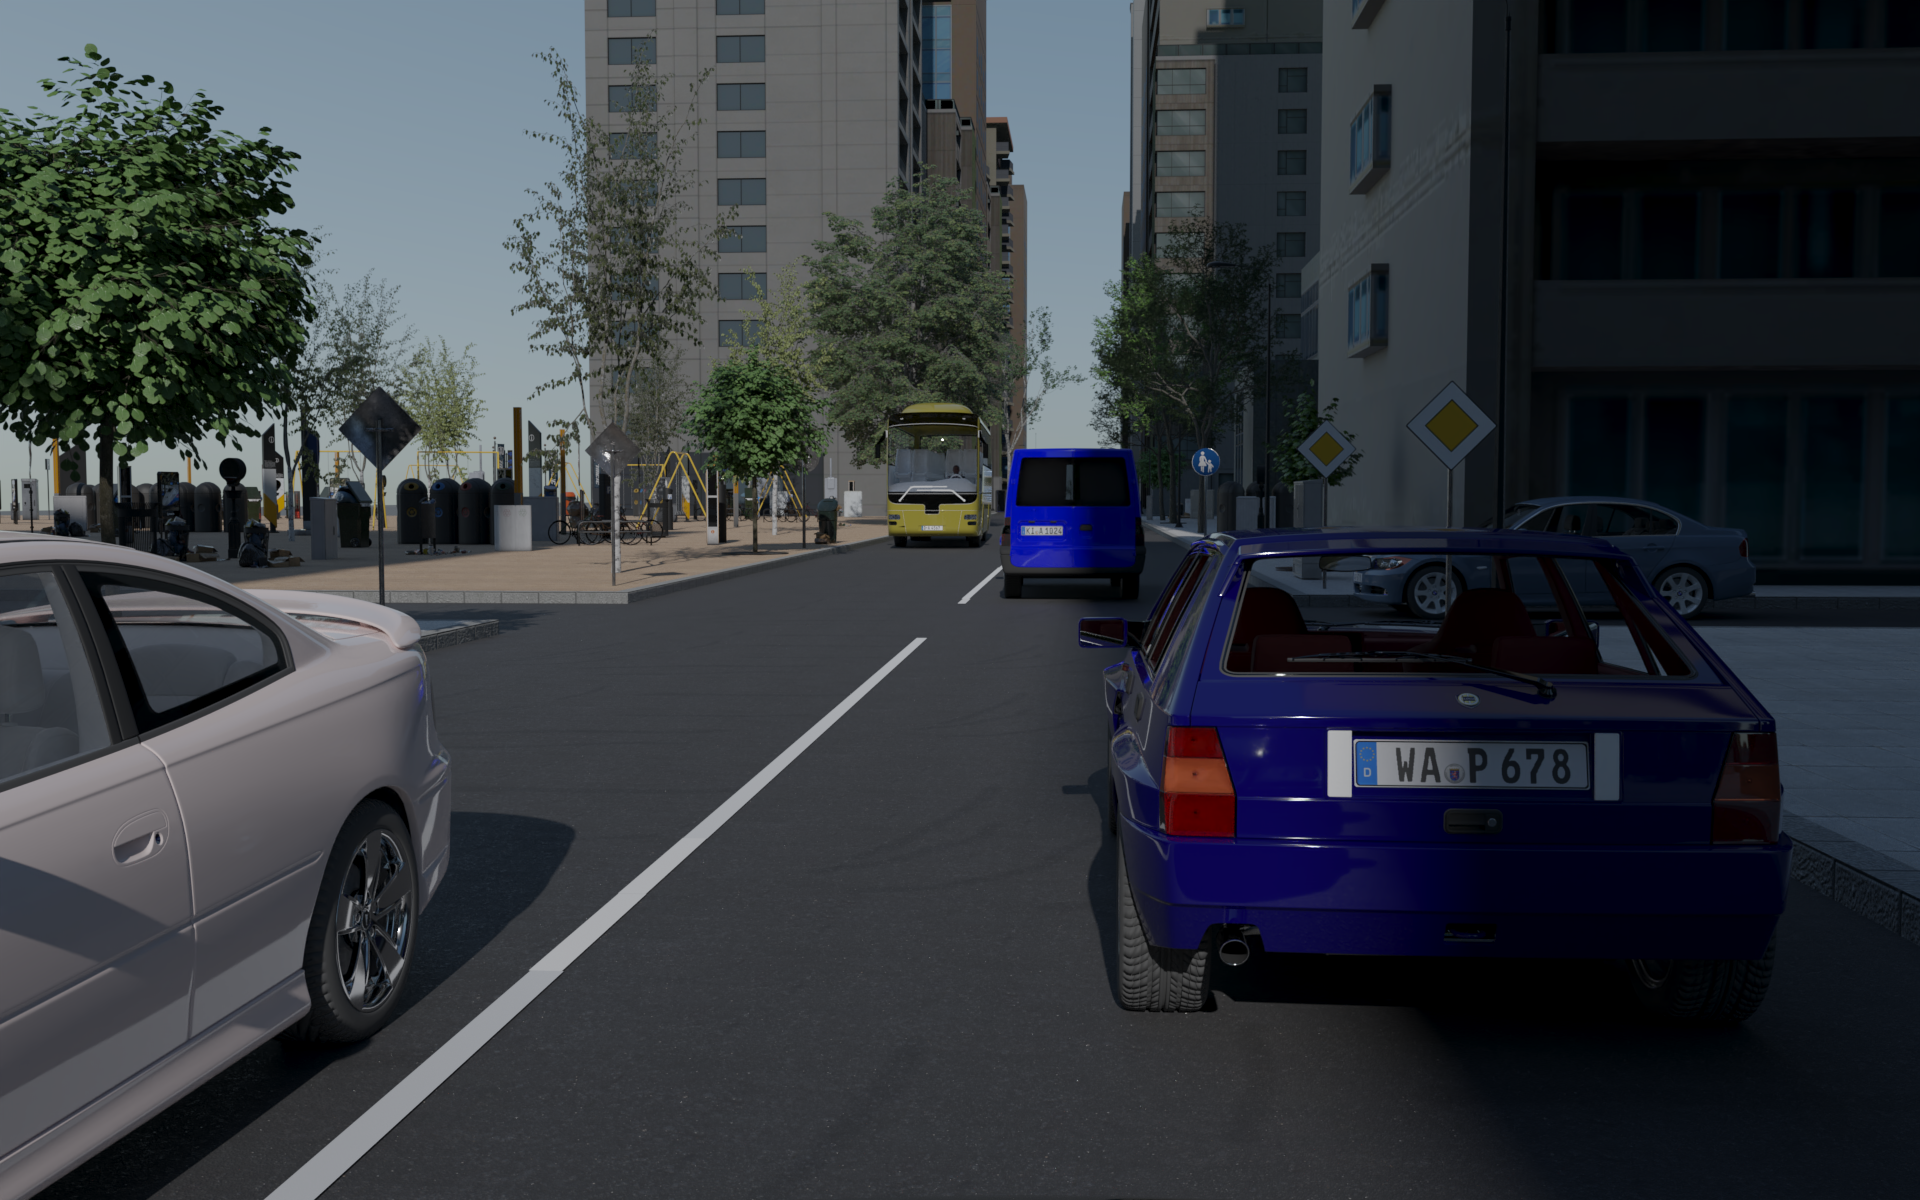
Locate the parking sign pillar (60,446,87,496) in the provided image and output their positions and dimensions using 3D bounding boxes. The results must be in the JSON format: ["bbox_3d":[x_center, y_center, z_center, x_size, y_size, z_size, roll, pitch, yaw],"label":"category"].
[{"bbox_3d":[-43.319,-5.870,84.443,1.447,3.967,1.447,3,4,38],"label":"parking sign pillar"}]

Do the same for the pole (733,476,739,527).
[{"bbox_3d":[-8.692,-4.482,67.128,0.158,3.312,0.155,0,3,0],"label":"pole"}]

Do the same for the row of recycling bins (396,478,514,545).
[{"bbox_3d":[-12.786,-2.270,44.231,3.534,1.692,1.069,1,4,16],"label":"row of recycling bins"}]

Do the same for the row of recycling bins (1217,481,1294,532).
[{"bbox_3d":[9.995,-2.965,55.592,3.534,1.692,1.069,-1,4,-13],"label":"row of recycling bins"}]

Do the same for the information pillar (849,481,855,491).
[{"bbox_3d":[-6.027,-5.634,96.609,0.304,2.012,0.304,1,4,13],"label":"information pillar"}]

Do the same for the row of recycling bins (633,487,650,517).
[{"bbox_3d":[-17.562,-5.543,97.740,1.069,1.692,3.534,-2,4,-27],"label":"row of recycling bins"}]

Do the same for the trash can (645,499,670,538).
[{"bbox_3d":[-8.833,-2.384,50.633,0.748,1.137,0.748,0,3,0],"label":"trash can"}]

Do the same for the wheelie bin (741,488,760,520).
[{"bbox_3d":[-10.525,-4.835,86.959,0.980,1.594,0.693,-1,4,-10],"label":"wheelie bin"}]

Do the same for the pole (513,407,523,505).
[{"bbox_3d":[-10.365,-2.863,40.660,0.158,3.312,0.155,0,3,0],"label":"pole"}]

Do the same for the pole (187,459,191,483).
[{"bbox_3d":[-42.584,-6.232,95.733,0.158,3.312,0.155,0,3,0],"label":"pole"}]

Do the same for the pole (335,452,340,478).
[{"bbox_3d":[-29.307,-5.365,81.566,0.158,3.312,0.155,0,3,0],"label":"pole"}]

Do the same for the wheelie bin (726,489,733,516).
[{"bbox_3d":[-13.218,-5.617,99.739,0.980,1.594,0.693,-3,5,-39],"label":"wheelie bin"}]

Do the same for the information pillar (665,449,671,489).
[{"bbox_3d":[-14.341,-5.733,85.081,0.183,3.616,0.504,1,4,12],"label":"information pillar"}]

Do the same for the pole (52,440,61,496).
[{"bbox_3d":[-31.807,-4.107,60.999,0.158,3.312,0.155,0,3,0],"label":"pole"}]

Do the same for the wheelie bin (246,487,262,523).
[{"bbox_3d":[-30.172,-4.016,73.566,0.693,1.594,0.980,3,5,42],"label":"wheelie bin"}]

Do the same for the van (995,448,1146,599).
[{"bbox_3d":[1.601,-1.284,25.381,2.240,2.365,5.245,0,4,2],"label":"van"}]

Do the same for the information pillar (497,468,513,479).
[{"bbox_3d":[-12.946,-2.742,49.321,0.304,2.012,0.304,2,4,31],"label":"information pillar"}]

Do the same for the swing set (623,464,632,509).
[{"bbox_3d":[-16.883,-5.736,91.407,3.119,2.851,2.862,1,4,8],"label":"swing set"}]

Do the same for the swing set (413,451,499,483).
[{"bbox_3d":[-18.235,-4.027,63.457,3.119,2.851,2.862,-1,4,-16],"label":"swing set"}]

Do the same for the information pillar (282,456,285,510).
[{"bbox_3d":[-35.904,-6.115,91.340,0.504,3.616,0.183,0,4,-4],"label":"information pillar"}]

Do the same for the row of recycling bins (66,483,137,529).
[{"bbox_3d":[-31.217,-3.480,64.003,1.069,1.692,3.534,2,4,30],"label":"row of recycling bins"}]

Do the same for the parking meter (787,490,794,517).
[{"bbox_3d":[-9.675,-5.524,98.732,0.372,1.533,0.369,0,3,0],"label":"parking meter"}]

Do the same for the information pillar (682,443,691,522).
[{"bbox_3d":[-12.495,-5.358,78.959,0.183,3.616,0.504,-3,5,-42],"label":"information pillar"}]

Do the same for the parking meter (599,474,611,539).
[{"bbox_3d":[-10.145,-2.691,49.715,0.255,1.863,0.399,2,4,32],"label":"parking meter"}]

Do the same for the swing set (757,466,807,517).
[{"bbox_3d":[-10.038,-6.005,95.808,2.862,2.851,3.119,-1,4,-12],"label":"swing set"}]

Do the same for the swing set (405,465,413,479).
[{"bbox_3d":[-28.185,-5.845,93.192,2.862,2.851,3.119,3,5,42],"label":"swing set"}]

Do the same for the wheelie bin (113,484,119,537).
[{"bbox_3d":[-25.281,-2.688,51.852,0.980,1.594,0.693,2,4,31],"label":"wheelie bin"}]

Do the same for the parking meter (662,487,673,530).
[{"bbox_3d":[-10.367,-3.244,61.444,0.372,1.533,0.369,0,3,0],"label":"parking meter"}]

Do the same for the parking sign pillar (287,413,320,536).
[{"bbox_3d":[-20.216,-4.003,53.915,1.447,3.967,1.447,-1,4,-16],"label":"parking sign pillar"}]

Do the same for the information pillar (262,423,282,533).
[{"bbox_3d":[-22.692,-4.011,56.932,0.183,3.616,0.504,2,4,29],"label":"information pillar"}]

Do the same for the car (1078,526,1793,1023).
[{"bbox_3d":[1.386,0.397,6.083,1.945,1.354,3.894,0,4,4],"label":"car"}]

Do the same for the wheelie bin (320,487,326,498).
[{"bbox_3d":[-26.385,-3.947,72.444,0.980,1.594,0.693,3,4,36],"label":"wheelie bin"}]

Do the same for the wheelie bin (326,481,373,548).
[{"bbox_3d":[-14.563,-2.057,41.545,0.693,1.594,0.980,1,4,9],"label":"wheelie bin"}]

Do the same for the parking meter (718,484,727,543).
[{"bbox_3d":[-6.349,-2.281,45.699,0.372,1.533,0.369,0,3,0],"label":"parking meter"}]

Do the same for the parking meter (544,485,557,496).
[{"bbox_3d":[-11.622,-2.494,49.186,0.372,1.533,0.369,0,3,0],"label":"parking meter"}]

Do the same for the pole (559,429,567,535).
[{"bbox_3d":[-12.496,-3.709,54.489,0.158,3.312,0.155,0,3,0],"label":"pole"}]

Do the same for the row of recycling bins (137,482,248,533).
[{"bbox_3d":[-25.655,-3.132,58.328,3.534,1.692,1.069,1,4,9],"label":"row of recycling bins"}]

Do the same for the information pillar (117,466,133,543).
[{"bbox_3d":[-21.704,-2.480,45.033,0.304,2.012,0.304,-2,4,-35],"label":"information pillar"}]

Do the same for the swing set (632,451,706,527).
[{"bbox_3d":[-10.474,-4.116,64.909,2.862,2.851,3.119,0,4,0],"label":"swing set"}]

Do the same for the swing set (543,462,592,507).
[{"bbox_3d":[-19.224,-5.298,84.249,2.862,2.851,3.119,0,4,-6],"label":"swing set"}]

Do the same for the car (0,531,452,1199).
[{"bbox_3d":[-2.566,0.553,3.313,2.083,1.381,4.827,0,4,5],"label":"car"}]

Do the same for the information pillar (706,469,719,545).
[{"bbox_3d":[-6.236,-2.391,43.585,0.304,2.012,0.304,-1,4,-11],"label":"information pillar"}]

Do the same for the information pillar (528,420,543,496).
[{"bbox_3d":[-13.464,-3.885,54.880,0.504,3.616,0.183,2,4,25],"label":"information pillar"}]

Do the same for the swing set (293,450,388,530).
[{"bbox_3d":[-22.258,-3.962,62.392,3.119,2.851,2.862,-1,4,-9],"label":"swing set"}]

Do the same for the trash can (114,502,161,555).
[{"bbox_3d":[-14.278,-1.127,30.080,0.748,1.137,0.748,0,3,0],"label":"trash can"}]
